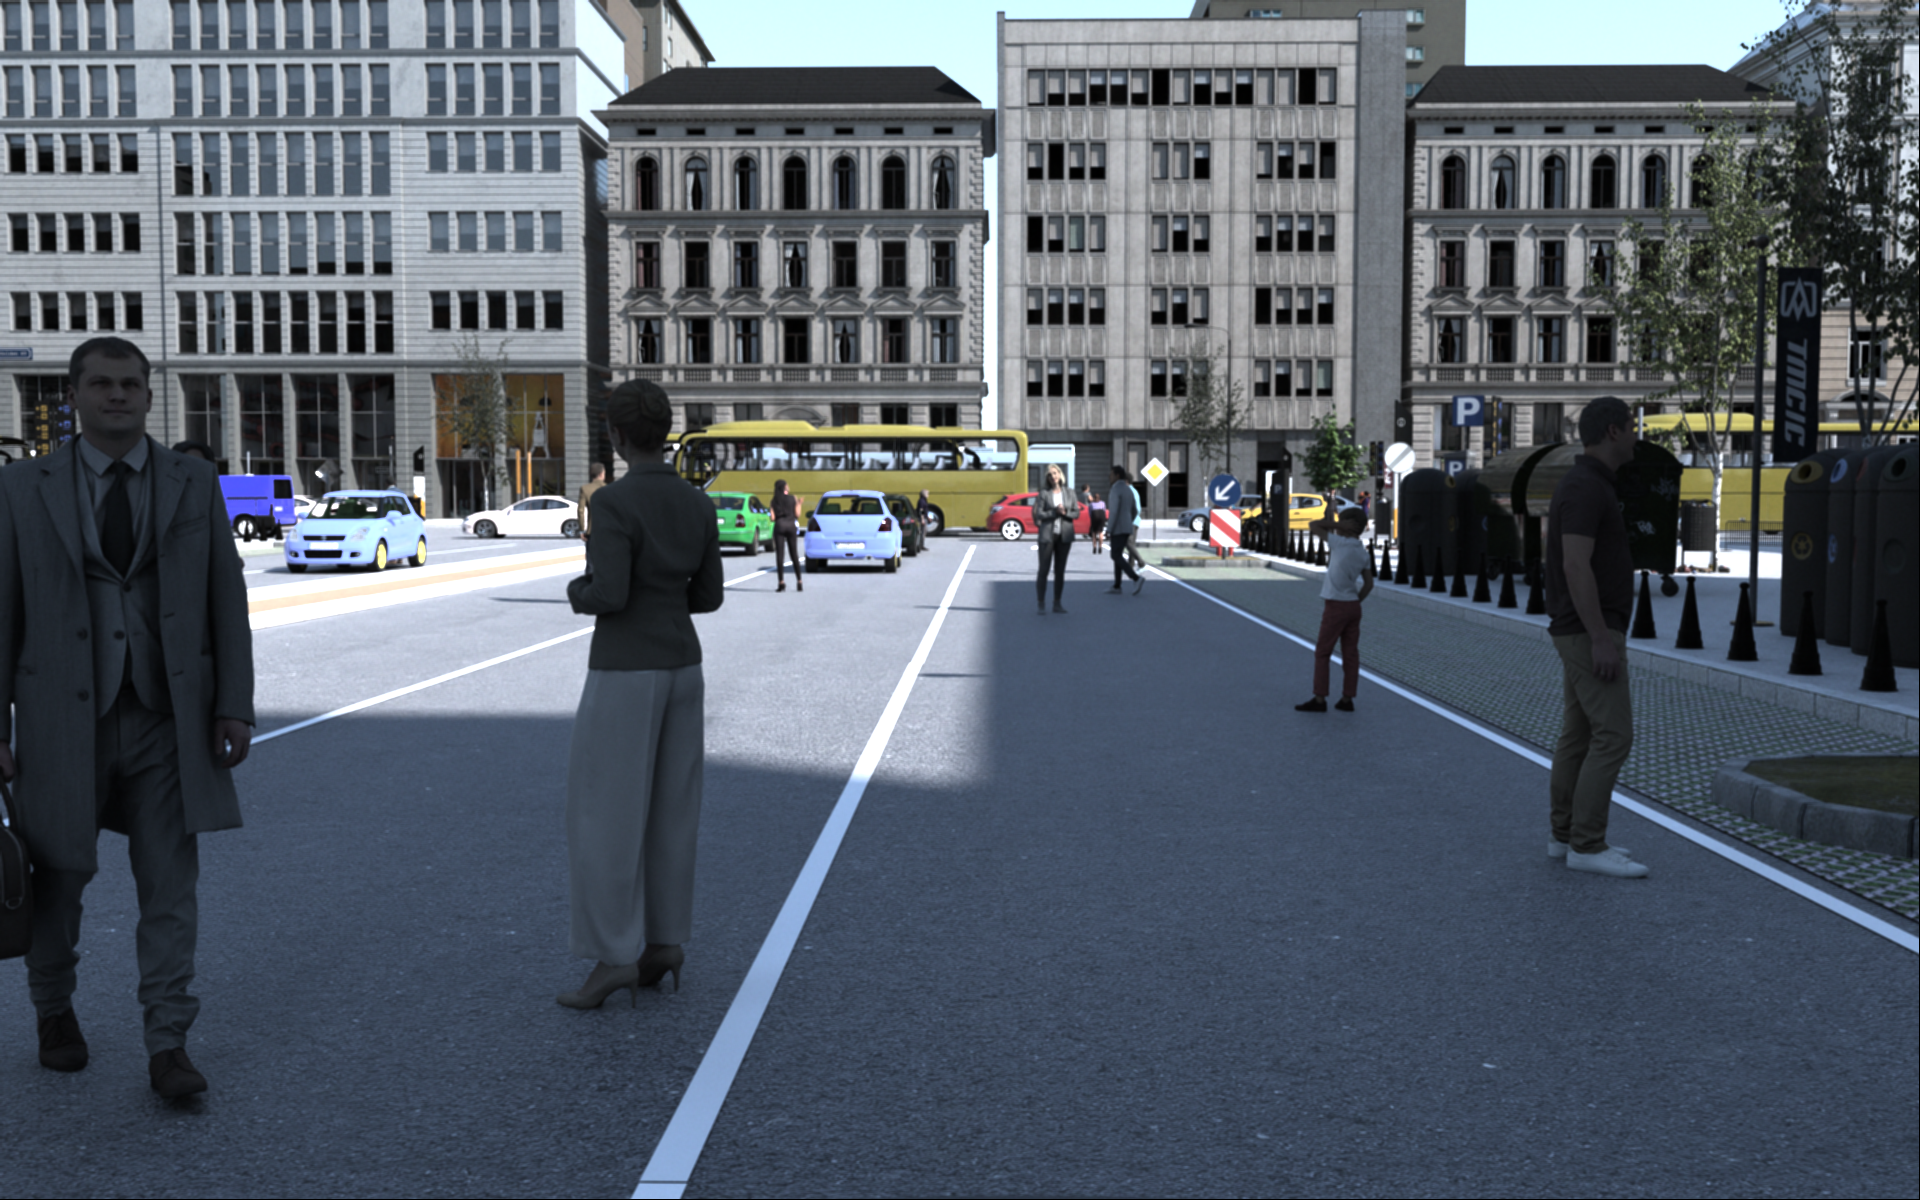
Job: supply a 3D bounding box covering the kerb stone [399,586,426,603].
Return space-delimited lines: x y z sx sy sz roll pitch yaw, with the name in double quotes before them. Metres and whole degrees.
"kerb stone" -7.411 -0.059 23.212 0.120 0.150 1.000 0 4 1

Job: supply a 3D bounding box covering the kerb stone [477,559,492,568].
"kerb stone" -9.286 -0.685 33.449 0.120 0.150 1.000 0 4 1

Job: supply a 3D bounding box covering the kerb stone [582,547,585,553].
"kerb stone" -9.096 -1.193 41.698 0.120 0.150 1.000 0 4 1

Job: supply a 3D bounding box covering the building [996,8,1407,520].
"building" 11.876 -16.697 91.018 19.932 24.808 12.078 0 4 1

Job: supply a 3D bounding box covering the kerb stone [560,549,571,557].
"kerb stone" -9.147 -1.065 39.625 0.120 0.150 1.000 0 4 1

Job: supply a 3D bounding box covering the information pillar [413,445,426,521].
"information pillar" -25.695 -5.564 82.331 0.504 3.616 0.183 -2 4 -24

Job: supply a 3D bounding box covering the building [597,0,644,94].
"building" -35.149 -30.437 147.753 14.600 45.320 14.200 0 4 1

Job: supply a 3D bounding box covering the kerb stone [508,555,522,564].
"kerb stone" -9.232 -0.815 35.520 0.120 0.150 1.000 0 4 1

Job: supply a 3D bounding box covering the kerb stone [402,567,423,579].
"kerb stone" -9.364 -0.428 29.343 0.120 0.150 1.000 0 4 1

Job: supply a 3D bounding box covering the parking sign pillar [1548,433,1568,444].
"parking sign pillar" 27.749 -5.522 78.757 1.447 3.967 1.447 -2 4 -35

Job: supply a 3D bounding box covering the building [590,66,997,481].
"building" -8.072 -16.019 90.785 19.941 23.489 11.050 0 4 1

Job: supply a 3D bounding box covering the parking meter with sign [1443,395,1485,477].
"parking meter with sign" 8.612 -2.062 29.973 0.543 3.016 1.738 2 4 27

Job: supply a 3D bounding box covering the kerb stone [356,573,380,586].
"kerb stone" -9.415 -0.311 27.292 0.120 0.150 1.000 0 4 1

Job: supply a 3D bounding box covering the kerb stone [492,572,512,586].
"kerb stone" -7.316 -0.313 27.320 0.120 0.150 1.000 0 4 1

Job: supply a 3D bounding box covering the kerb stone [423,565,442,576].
"kerb stone" -9.343 -0.500 30.368 0.120 0.150 1.000 0 4 1

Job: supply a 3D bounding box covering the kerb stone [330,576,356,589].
"kerb stone" -9.441 -0.249 26.267 0.120 0.150 1.000 0 4 1

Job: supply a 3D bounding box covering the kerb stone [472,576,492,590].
"kerb stone" -7.348 -0.248 26.288 0.120 0.150 1.000 0 4 1

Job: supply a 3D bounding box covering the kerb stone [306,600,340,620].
"kerb stone" -7.482 0.127 20.130 0.120 0.150 1.000 0 4 1

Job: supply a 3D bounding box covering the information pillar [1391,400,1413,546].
"information pillar" 11.003 -3.163 43.068 0.504 3.616 0.183 -1 4 -18

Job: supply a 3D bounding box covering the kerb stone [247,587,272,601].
"kerb stone" -9.509 -0.058 23.184 0.120 0.150 1.000 0 4 1

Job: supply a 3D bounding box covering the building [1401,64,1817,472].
"building" 31.803 -15.995 90.396 19.941 23.489 11.050 0 4 1

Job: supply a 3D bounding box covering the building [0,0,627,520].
"building" -33.439 -19.190 91.250 29.804 29.767 11.434 0 4 1

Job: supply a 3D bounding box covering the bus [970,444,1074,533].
"bus" -2.342 -4.312 65.367 13.247 3.499 2.948 0 4 3

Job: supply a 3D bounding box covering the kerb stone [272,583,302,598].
"kerb stone" -9.490 -0.122 24.209 0.120 0.150 1.000 0 4 1

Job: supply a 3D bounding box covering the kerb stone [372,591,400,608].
"kerb stone" -7.435 0.010 22.187 0.120 0.150 1.000 0 4 1

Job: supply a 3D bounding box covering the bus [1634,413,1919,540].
"bus" 25.256 -3.763 53.065 12.252 3.916 2.896 0 4 3

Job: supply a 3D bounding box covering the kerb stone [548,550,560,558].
"kerb stone" -9.161 -0.998 38.597 0.120 0.150 1.000 0 4 1

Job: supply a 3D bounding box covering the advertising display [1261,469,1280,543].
"advertising display" 8.217 -2.471 45.621 0.123 1.923 0.974 3 4 37

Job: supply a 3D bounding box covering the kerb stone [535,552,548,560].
"kerb stone" -9.194 -0.940 37.571 0.120 0.150 1.000 0 4 1

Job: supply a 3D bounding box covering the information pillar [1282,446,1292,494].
"information pillar" 16.032 -5.728 85.007 0.504 3.616 0.183 -1 4 -15

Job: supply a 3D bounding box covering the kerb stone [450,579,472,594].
"kerb stone" -7.363 -0.185 25.263 0.120 0.150 1.000 0 4 1

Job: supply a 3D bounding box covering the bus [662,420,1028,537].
"bus" -3.841 -4.094 58.488 12.252 3.916 2.896 0 4 2

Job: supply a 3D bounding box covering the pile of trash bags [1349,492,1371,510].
"pile of trash bags" 18.480 -4.539 83.964 3.447 1.369 1.912 -2 4 -28

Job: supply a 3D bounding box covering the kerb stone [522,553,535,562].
"kerb stone" -9.215 -0.878 36.546 0.120 0.150 1.000 0 4 1

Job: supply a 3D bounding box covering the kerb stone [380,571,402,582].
"kerb stone" -9.405 -0.374 28.318 0.120 0.150 1.000 0 4 1

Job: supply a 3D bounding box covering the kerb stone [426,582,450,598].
"kerb stone" -7.392 -0.122 24.237 0.120 0.150 1.000 0 4 1

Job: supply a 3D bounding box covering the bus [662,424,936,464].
"bus" -5.424 -4.303 61.905 12.252 3.916 2.896 0 4 2

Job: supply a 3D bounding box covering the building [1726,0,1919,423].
"building" 52.102 -18.652 90.870 20.117 28.700 13.634 0 4 1

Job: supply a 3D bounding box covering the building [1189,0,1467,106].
"building" 31.538 -32.446 154.192 21.300 48.544 21.600 0 4 1

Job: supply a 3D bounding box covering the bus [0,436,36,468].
"bus" -40.948 -4.498 65.086 12.252 3.916 2.896 0 4 0

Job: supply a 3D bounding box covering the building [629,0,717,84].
"building" -41.362 -36.234 181.661 27.495 52.752 28.713 0 4 1

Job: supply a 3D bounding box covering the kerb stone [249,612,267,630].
"kerb stone" -7.528 0.258 18.071 0.120 0.150 1.000 0 4 1

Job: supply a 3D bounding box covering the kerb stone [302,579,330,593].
"kerb stone" -9.471 -0.186 25.236 0.120 0.150 1.000 0 4 1

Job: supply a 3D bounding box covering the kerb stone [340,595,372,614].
"kerb stone" -7.460 0.064 21.162 0.120 0.150 1.000 0 4 1

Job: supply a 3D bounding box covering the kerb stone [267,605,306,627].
"kerb stone" -7.502 0.189 19.100 0.120 0.150 1.000 0 4 1

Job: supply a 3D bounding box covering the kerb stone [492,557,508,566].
"kerb stone" -9.257 -0.752 34.488 0.120 0.150 1.000 0 4 1

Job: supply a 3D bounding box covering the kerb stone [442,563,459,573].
"kerb stone" -9.336 -0.561 31.393 0.120 0.150 1.000 0 4 1

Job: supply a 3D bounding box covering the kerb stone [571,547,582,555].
"kerb stone" -9.126 -1.127 40.669 0.120 0.150 1.000 0 4 1

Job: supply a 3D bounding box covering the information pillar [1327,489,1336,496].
"information pillar" 17.438 -4.701 81.361 0.304 2.012 0.304 -1 4 -14

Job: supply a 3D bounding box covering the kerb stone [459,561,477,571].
"kerb stone" -9.309 -0.620 32.419 0.120 0.150 1.000 0 4 1
